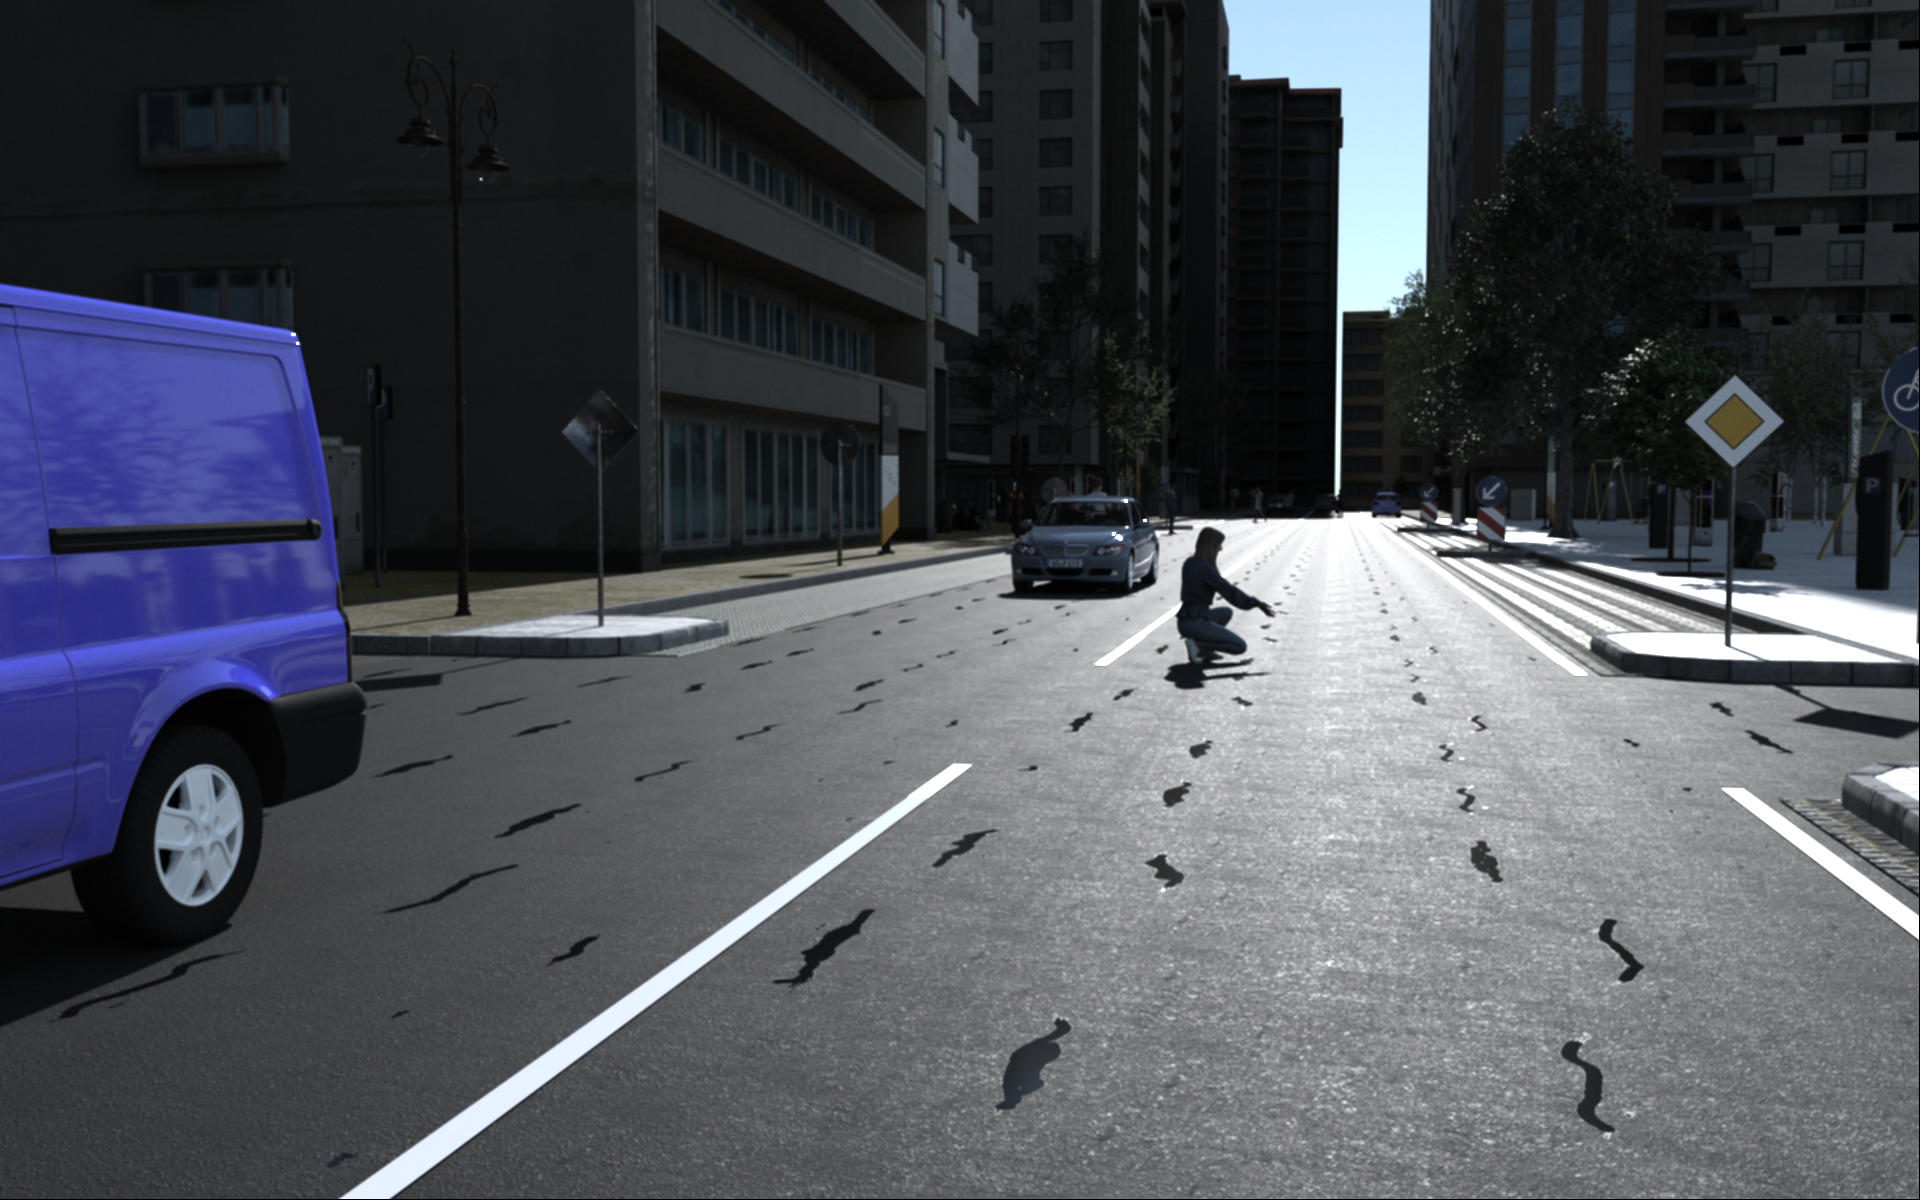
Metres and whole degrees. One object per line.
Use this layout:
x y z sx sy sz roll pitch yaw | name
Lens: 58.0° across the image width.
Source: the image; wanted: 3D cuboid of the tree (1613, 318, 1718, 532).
23.468 -6.607 58.394 4.360 8.622 3.978 0 3 0 | tree

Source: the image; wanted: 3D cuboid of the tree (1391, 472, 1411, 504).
37.161 -9.235 145.586 1.663 3.219 1.824 0 3 0 | tree

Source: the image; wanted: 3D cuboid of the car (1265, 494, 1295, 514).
23.003 -6.883 124.335 2.131 1.459 4.920 1 4 12 | car

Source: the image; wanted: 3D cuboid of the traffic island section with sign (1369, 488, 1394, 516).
28.145 -6.449 114.069 1.989 1.847 2.006 1 4 12 | traffic island section with sign

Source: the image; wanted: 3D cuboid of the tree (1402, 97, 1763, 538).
17.815 -8.160 50.431 9.611 12.733 9.660 0 3 0 | tree

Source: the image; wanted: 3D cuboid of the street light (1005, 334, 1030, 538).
1.667 -4.721 49.981 0.468 5.910 1.993 1 4 12 | street light

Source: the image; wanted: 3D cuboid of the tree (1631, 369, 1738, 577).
11.331 -1.990 27.146 1.663 3.219 1.824 0 3 0 | tree

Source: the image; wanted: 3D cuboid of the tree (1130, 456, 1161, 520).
9.304 -5.669 87.289 1.663 3.219 1.824 0 3 0 | tree

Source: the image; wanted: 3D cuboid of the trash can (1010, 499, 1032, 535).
1.921 -2.613 54.379 0.748 1.137 0.748 0 3 0 | trash can

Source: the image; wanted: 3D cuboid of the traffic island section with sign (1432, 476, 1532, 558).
11.911 -1.884 39.431 1.989 1.847 2.006 1 4 12 | traffic island section with sign

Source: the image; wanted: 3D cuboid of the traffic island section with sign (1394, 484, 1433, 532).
17.649 -3.495 65.771 1.989 1.847 2.006 1 4 12 | traffic island section with sign

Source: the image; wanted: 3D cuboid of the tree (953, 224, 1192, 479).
3.533 -7.701 60.318 8.767 10.594 7.601 -3 4 -36 | tree

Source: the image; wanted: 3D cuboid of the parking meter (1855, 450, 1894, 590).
12.277 -1.075 23.281 0.255 1.863 0.399 -3 5 -44 | parking meter

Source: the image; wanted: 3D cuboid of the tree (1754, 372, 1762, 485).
36.444 -7.552 73.842 4.360 8.622 3.978 0 3 0 | tree

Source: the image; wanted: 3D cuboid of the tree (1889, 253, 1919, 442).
28.851 -6.168 51.208 4.737 8.622 4.395 0 3 0 | tree

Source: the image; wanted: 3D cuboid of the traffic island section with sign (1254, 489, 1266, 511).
24.247 -8.209 142.840 1.989 1.847 2.006 1 4 12 | traffic island section with sign

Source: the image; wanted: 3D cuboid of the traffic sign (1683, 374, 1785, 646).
6.479 -0.668 14.560 0.795 2.450 0.064 1 4 12 | traffic sign

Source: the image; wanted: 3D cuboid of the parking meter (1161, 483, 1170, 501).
10.702 -5.176 90.335 0.399 1.863 0.255 3 4 38 | parking meter

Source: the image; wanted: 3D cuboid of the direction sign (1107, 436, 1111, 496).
5.851 -4.649 68.003 0.379 3.537 0.876 1 4 14 | direction sign

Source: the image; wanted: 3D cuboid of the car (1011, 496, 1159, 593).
2.017 -0.906 26.814 2.014 1.417 4.499 1 4 14 | car

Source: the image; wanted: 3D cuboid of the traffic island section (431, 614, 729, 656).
-3.503 0.335 16.805 2.009 0.180 2.903 1 4 12 | traffic island section

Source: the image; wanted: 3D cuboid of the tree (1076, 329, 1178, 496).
7.293 -7.743 76.953 4.360 8.622 3.978 0 3 0 | tree

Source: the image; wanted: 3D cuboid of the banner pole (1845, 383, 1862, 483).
20.233 -3.014 39.296 0.863 3.779 0.401 -3 4 -38 | banner pole

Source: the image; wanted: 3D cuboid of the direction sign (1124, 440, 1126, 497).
6.984 -4.978 73.387 0.379 3.537 0.876 0 4 2 | direction sign

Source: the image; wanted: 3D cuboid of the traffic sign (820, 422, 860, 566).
-2.149 -1.880 30.848 0.768 2.556 0.104 1 4 17 | traffic sign

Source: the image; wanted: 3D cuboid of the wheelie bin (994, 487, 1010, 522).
1.960 -4.349 79.013 0.693 1.594 0.980 1 4 12 | wheelie bin

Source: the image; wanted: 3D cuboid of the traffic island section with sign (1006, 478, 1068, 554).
2.247 -2.020 41.654 1.989 1.847 2.006 1 4 12 | traffic island section with sign

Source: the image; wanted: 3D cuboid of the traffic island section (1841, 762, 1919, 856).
4.807 0.945 6.829 2.009 0.180 2.903 1 4 12 | traffic island section

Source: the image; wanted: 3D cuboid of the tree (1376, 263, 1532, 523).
22.444 -9.268 77.280 9.928 11.665 9.643 0 3 0 | tree

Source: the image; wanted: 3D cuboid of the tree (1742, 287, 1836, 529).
30.065 -6.874 62.751 4.737 8.622 4.395 0 3 0 | tree

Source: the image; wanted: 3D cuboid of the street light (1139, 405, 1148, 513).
8.732 -6.666 81.782 0.468 5.910 1.993 1 4 12 | street light

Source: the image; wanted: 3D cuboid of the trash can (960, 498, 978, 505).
0.356 -3.371 66.763 0.748 1.137 0.748 0 3 0 | trash can

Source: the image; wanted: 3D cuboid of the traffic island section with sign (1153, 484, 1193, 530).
8.388 -3.750 69.934 1.989 1.847 2.006 1 4 12 | traffic island section with sign

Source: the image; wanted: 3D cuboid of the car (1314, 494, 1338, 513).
27.698 -7.266 130.800 2.014 1.417 4.499 1 4 13 | car

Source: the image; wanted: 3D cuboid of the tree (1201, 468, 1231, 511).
19.056 -8.298 130.273 1.663 3.219 1.824 0 3 0 | tree

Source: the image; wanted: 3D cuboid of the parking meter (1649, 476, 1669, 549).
16.443 -2.144 40.772 0.399 1.863 0.255 0 4 3 | parking meter

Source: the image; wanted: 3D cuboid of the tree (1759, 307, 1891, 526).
34.535 -7.227 68.525 4.360 8.622 3.978 0 3 0 | tree

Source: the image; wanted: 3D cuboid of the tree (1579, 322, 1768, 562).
13.701 -3.021 33.105 4.285 4.588 4.351 0 3 0 | tree

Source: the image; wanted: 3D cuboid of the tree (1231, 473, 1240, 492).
24.813 -9.889 156.280 1.663 3.219 1.824 0 3 0 | tree

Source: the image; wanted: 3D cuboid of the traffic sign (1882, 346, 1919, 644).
8.264 -0.899 14.804 0.768 2.556 0.104 1 4 15 | traffic sign

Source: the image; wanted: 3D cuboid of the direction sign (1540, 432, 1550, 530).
21.144 -4.312 62.491 0.379 3.537 0.876 2 4 24 | direction sign

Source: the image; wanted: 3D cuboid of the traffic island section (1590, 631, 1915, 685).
6.504 0.468 14.632 2.009 0.180 2.903 1 4 12 | traffic island section

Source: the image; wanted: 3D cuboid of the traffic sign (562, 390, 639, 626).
-3.479 -0.801 16.738 0.795 2.450 0.064 1 4 12 | traffic sign

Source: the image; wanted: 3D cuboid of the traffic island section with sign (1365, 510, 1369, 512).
33.934 -8.079 140.726 1.989 1.847 2.006 1 4 12 | traffic island section with sign

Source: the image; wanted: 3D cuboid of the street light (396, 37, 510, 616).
-5.254 -2.774 18.149 0.468 5.910 1.993 1 4 12 | street light

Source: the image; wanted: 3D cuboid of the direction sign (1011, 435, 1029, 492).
2.319 -4.590 67.051 0.876 3.537 0.379 3 5 40 | direction sign

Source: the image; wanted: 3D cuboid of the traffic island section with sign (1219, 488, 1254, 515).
18.516 -6.598 116.499 1.989 1.847 2.006 1 4 12 | traffic island section with sign

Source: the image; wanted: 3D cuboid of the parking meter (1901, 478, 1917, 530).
35.549 -3.613 64.784 0.399 1.863 0.255 1 4 18 | parking meter

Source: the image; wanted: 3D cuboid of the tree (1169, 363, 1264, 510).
20.329 -12.910 136.826 9.928 11.665 9.643 0 3 0 | tree
